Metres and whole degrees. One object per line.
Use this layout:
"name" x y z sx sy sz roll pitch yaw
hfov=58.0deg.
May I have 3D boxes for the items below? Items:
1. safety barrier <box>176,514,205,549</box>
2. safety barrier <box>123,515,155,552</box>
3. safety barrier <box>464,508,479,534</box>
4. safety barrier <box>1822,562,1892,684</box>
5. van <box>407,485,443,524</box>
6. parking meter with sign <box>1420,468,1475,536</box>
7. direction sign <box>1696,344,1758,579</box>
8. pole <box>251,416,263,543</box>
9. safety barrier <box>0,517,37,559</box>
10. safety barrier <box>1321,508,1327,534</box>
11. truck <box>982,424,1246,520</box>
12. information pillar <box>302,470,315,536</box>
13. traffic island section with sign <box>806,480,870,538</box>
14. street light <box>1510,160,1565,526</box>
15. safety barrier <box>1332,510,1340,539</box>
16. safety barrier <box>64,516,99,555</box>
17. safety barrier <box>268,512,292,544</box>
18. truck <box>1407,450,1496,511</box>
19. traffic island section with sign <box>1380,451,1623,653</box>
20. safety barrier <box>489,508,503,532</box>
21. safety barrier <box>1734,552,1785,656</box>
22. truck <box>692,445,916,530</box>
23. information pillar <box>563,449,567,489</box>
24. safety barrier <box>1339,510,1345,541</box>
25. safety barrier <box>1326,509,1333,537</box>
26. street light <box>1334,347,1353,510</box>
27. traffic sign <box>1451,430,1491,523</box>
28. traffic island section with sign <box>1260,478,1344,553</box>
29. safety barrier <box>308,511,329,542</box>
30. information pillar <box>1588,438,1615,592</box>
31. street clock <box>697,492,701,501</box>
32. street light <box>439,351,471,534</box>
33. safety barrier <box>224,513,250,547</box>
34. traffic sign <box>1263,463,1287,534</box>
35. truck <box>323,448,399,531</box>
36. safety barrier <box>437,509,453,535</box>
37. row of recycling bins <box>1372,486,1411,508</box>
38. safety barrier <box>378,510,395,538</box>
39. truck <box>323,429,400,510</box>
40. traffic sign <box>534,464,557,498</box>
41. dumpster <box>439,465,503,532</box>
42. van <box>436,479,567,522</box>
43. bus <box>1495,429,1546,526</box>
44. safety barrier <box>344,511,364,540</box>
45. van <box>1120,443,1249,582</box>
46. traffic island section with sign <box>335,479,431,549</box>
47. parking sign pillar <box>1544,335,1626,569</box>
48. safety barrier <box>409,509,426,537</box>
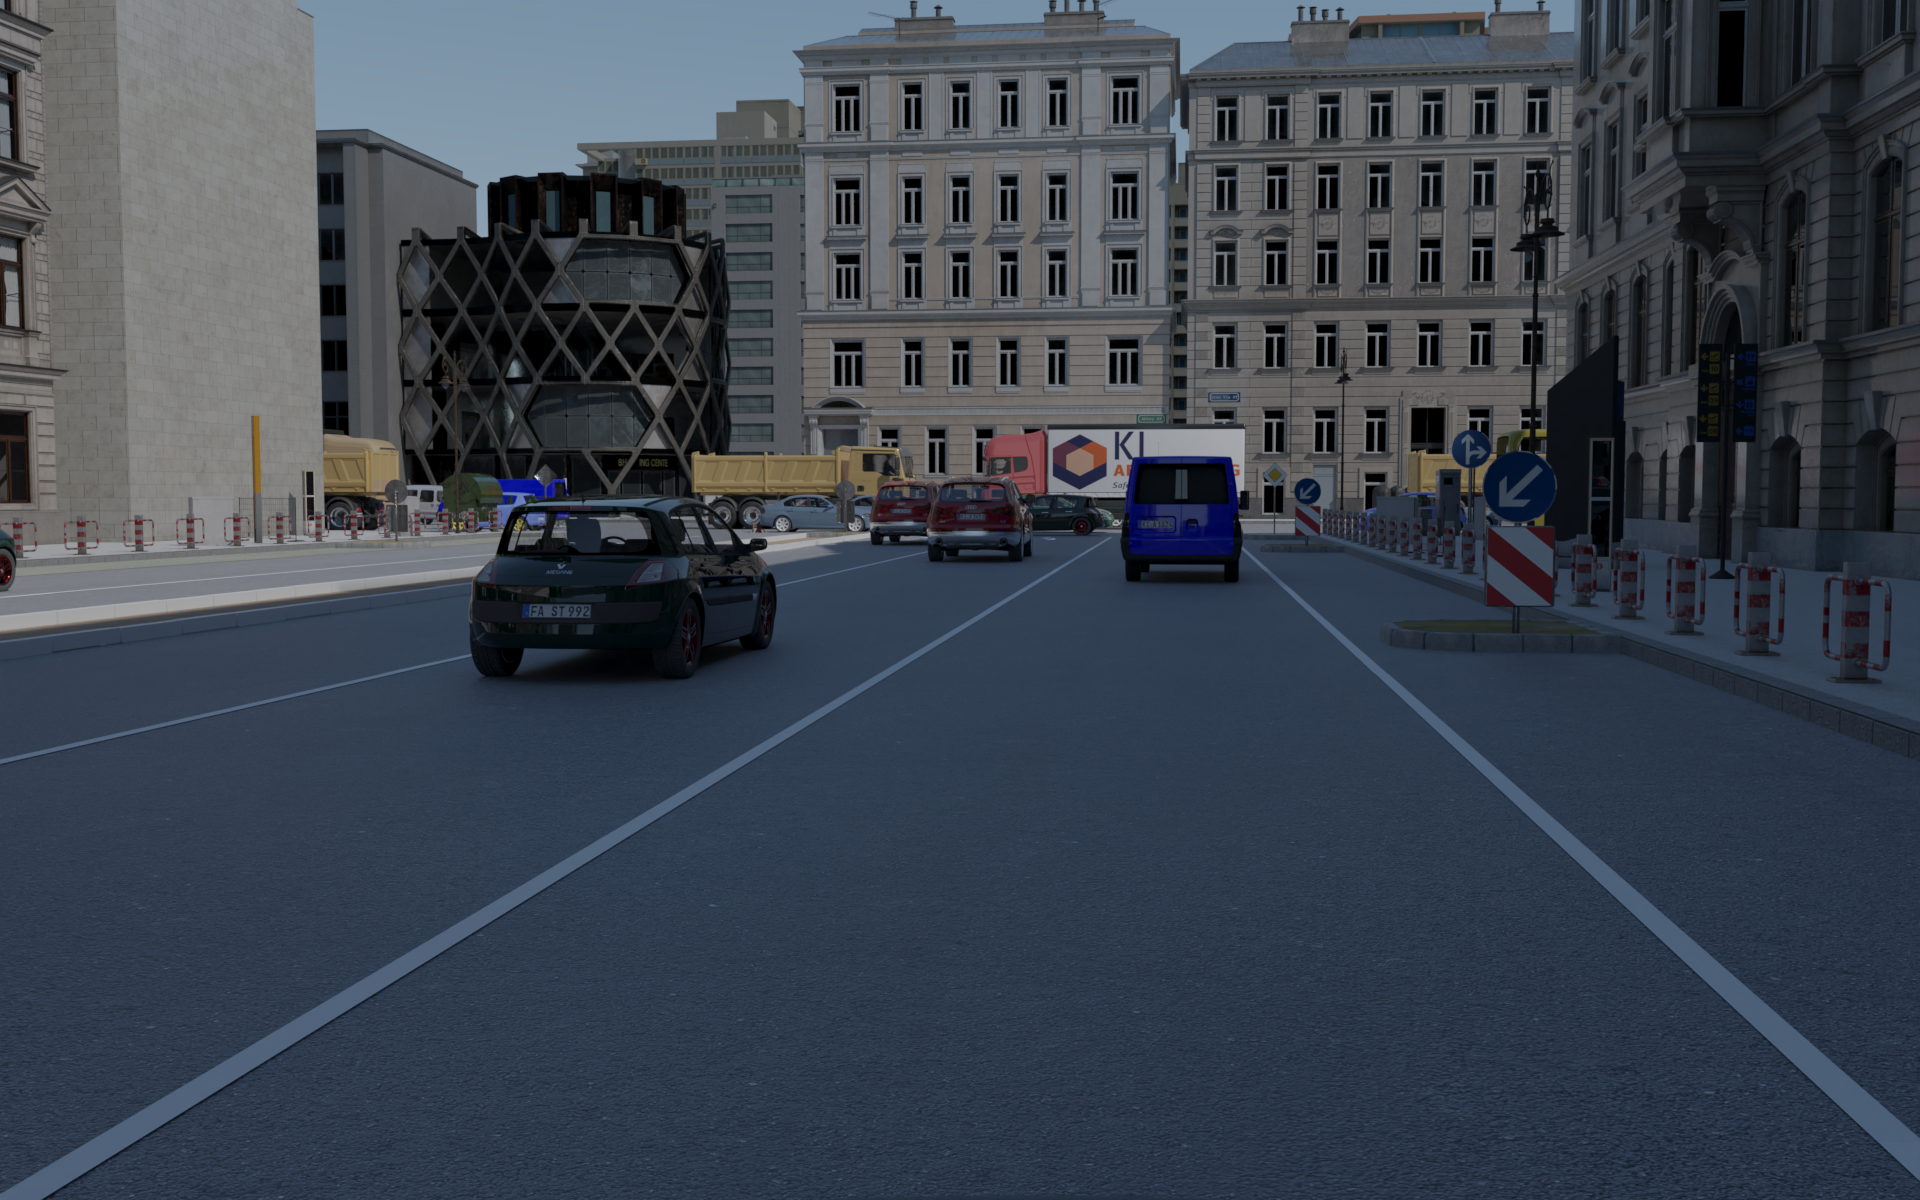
"safety barrier" -17.949 -1.598 40.402 0.300 0.817 1.120 0 4 7
"safety barrier" -18.205 -1.476 38.406 0.300 0.817 1.120 0 4 7
"safety barrier" -15.902 -2.574 56.356 0.300 0.817 1.120 0 4 7
"safety barrier" 6.091 0.152 11.782 0.300 0.817 1.120 0 4 7
"van" -23.929 -4.513 80.801 4.112 2.044 2.013 0 4 8
"parking meter with sign" 14.942 -3.475 53.072 1.738 3.016 0.543 0 4 -3
"direction sign" 11.559 -2.089 26.154 0.876 3.537 0.379 0 4 1
"pole" -18.301 -3.133 45.074 0.158 3.312 0.155 0 3 0
"safety barrier" -18.719 -1.232 34.416 0.300 0.817 1.120 0 4 7
"safety barrier" 11.475 -2.411 53.689 0.300 0.817 1.120 0 4 7
"truck" 5.878 -4.995 70.583 11.283 4.237 2.839 0 4 6
"information pillar" -20.068 -2.990 53.382 0.304 2.012 0.304 -3 4 -37
"traffic island section with sign" -3.920 -3.018 57.480 2.006 1.907 1.989 0 4 7
"street light" 8.096 -3.159 24.430 0.468 5.910 1.993 0 4 7
"safety barrier" 10.961 -2.167 49.710 0.300 0.817 1.120 0 4 7
"safety barrier" -18.464 -1.354 36.406 0.300 0.817 1.120 0 4 7
"safety barrier" -17.437 -1.843 44.402 0.300 0.817 1.120 0 4 7
"truck" 22.820 -4.428 68.325 9.791 3.379 3.469 0 4 6
"traffic island section with sign" 5.107 -0.489 16.626 1.989 1.847 2.006 0 4 7
"safety barrier" -15.645 -2.695 58.345 0.300 0.817 1.120 0 4 7
"safety barrier" 6.348 0.031 13.771 0.300 0.817 1.120 0 4 7
"truck" -5.864 -4.567 70.590 9.791 3.379 3.469 1 4 8
"information pillar" -20.733 -6.089 90.908 0.183 3.616 0.504 -1 4 -22
"safety barrier" 10.710 -2.045 47.704 0.300 0.817 1.120 0 4 7
"safety barrier" 11.218 -2.289 51.700 0.300 0.817 1.120 0 4 7
"street light" 12.075 -5.006 54.639 0.468 5.910 1.993 0 4 7
"traffic sign" 10.123 -2.095 34.367 0.768 2.556 0.104 1 4 11
"traffic island section with sign" 8.535 -2.124 43.363 1.989 1.847 2.006 0 4 7
"safety barrier" -17.180 -1.964 46.390 0.300 0.817 1.120 0 4 7
"information pillar" 8.434 -1.120 22.810 0.304 2.012 0.304 1 4 20
"street clock" -13.162 -5.077 87.581 0.471 2.002 0.358 -1 4 -15
"street light" -16.317 -5.094 56.079 0.468 5.910 1.993 0 4 7
"safety barrier" -17.696 -1.720 42.391 0.300 0.817 1.120 0 4 7
"traffic sign" 10.059 -3.164 55.373 0.795 2.450 0.064 0 4 7
"truck" -26.869 -4.357 67.155 9.791 3.379 3.469 0 4 8
"safety barrier" -16.154 -2.452 54.367 0.300 0.817 1.120 0 4 7
"row of recycling bins" 21.711 -4.744 84.681 3.534 1.692 1.069 -2 4 -27
"safety barrier" -16.669 -2.208 50.376 0.300 0.817 1.120 0 4 7
"truck" -29.577 -5.305 75.656 11.283 4.237 2.839 0 4 6
"traffic sign" -13.986 -3.353 58.471 0.795 2.450 0.064 0 4 7
"dumpster" -16.528 -3.427 58.533 1.502 2.255 1.985 0 4 7
"van" -18.845 -4.084 71.159 5.245 2.365 2.240 0 4 5
"bus" 24.261 -4.027 57.383 12.252 3.916 2.896 0 4 8
"safety barrier" -16.927 -2.086 48.379 0.300 0.817 1.120 0 4 7
"van" 3.900 -1.568 30.022 2.240 2.365 5.245 1 4 9
"traffic island section with sign" -15.268 -2.298 46.199 1.989 1.847 2.006 0 4 7
"parking sign pillar" 10.866 -2.546 30.106 1.447 3.967 1.447 -3 4 -37
"safety barrier" -16.410 -2.331 52.379 0.300 0.817 1.120 0 4 7
